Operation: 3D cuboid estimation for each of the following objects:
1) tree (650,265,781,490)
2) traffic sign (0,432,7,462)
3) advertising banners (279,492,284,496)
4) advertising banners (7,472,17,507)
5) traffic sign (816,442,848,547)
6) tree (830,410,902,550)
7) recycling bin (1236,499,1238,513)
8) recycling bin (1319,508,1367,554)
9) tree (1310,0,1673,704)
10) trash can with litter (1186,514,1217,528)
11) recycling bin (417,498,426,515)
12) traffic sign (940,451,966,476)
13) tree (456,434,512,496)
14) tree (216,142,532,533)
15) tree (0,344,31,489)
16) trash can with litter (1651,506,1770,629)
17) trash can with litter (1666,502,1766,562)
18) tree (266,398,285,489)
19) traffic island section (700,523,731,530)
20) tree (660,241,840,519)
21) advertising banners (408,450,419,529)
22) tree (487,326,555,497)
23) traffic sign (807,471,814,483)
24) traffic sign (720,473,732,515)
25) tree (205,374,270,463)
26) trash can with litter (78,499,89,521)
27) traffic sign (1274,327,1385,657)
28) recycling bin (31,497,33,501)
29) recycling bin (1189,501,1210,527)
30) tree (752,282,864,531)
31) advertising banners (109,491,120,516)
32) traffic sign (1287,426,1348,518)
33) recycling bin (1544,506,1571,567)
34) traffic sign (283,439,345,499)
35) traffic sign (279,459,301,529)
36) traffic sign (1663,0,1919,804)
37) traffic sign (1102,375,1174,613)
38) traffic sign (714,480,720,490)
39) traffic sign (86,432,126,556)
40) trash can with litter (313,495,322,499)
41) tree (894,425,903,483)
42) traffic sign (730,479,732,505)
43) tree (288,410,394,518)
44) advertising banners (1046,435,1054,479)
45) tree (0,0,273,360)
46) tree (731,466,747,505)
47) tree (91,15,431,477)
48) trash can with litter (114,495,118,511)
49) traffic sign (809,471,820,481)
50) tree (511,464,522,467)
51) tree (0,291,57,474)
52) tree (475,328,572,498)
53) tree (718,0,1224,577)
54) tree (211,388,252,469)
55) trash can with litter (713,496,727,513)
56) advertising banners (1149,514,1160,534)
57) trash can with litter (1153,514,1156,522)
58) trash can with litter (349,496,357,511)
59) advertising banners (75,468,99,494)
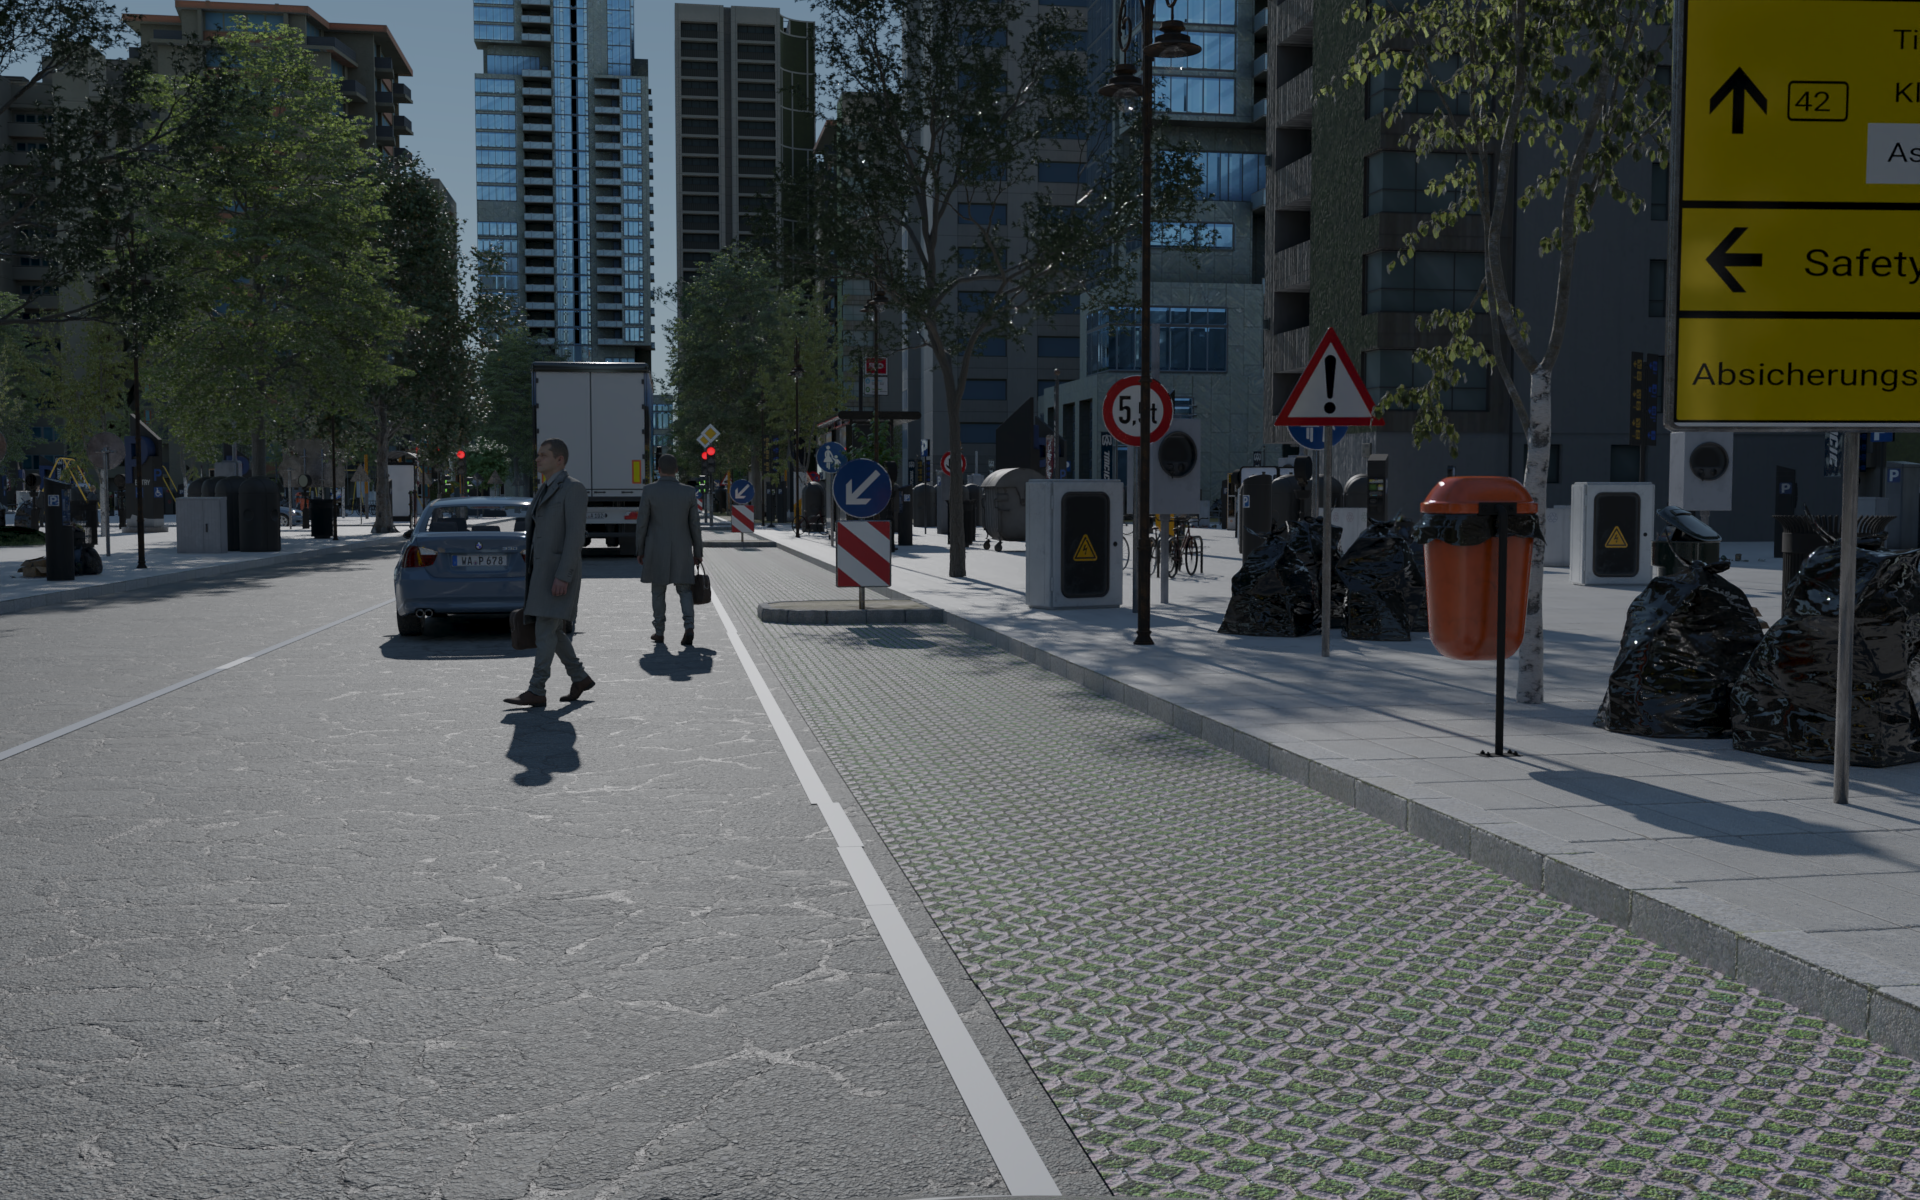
[{"bbox_3d":[-19.481,-17.477,141.633,12.611,20.169,13.585,0,3,0],"label":"tree"},{"bbox_3d":[-18.108,-1.963,32.208,0.768,2.556,0.104,0,4,-3],"label":"traffic sign"},{"bbox_3d":[-52.772,-8.559,136.135,0.090,3.025,2.074,1,4,21],"label":"advertising banners"},{"bbox_3d":[-75.653,-8.740,139.087,2.074,3.025,0.090,-1,4,-19],"label":"advertising banners"},{"bbox_3d":[-3.116,-2.576,42.218,0.768,2.556,0.104,0,4,-5],"label":"traffic sign"},{"bbox_3d":[-1.912,-2.765,39.806,1.663,3.219,1.824,0,3,0],"label":"tree"},{"bbox_3d":[12.893,-4.254,82.100,0.722,1.027,0.722,2,4,23],"label":"recycling bin"},{"bbox_3d":[7.068,-1.180,31.846,0.722,1.027,0.722,-2,4,-28],"label":"recycling bin"},{"bbox_3d":[3.694,-3.681,10.555,4.360,8.622,3.978,0,3,0],"label":"tree"},{"bbox_3d":[9.047,-3.319,65.321,2.233,1.210,1.678,3,5,45],"label":"trash can with litter"},{"bbox_3d":[-32.911,-5.684,105.482,0.722,1.027,0.722,-1,4,-10],"label":"recycling bin"},{"bbox_3d":[-0.198,-3.092,50.654,0.768,2.556,0.104,0,4,-8],"label":"traffic sign"},{"bbox_3d":[-26.140,-6.808,95.022,4.285,4.588,4.351,0,3,0],"label":"tree"},{"bbox_3d":[-18.961,-8.538,56.610,9.611,12.733,9.660,0,3,0],"label":"tree"},{"bbox_3d":[-44.216,-7.848,78.682,4.360,8.622,3.978,0,3,0],"label":"tree"},{"bbox_3d":[6.959,-0.284,16.033,0.624,1.170,1.055,-3,4,-37],"label":"trash can with litter"},{"bbox_3d":[14.274,-1.362,33.334,2.233,1.210,1.678,2,4,31],"label":"trash can with litter"},{"bbox_3d":[-45.490,-9.772,110.134,4.737,8.622,4.395,0,3,0],"label":"tree"},{"bbox_3d":[-11.272,-3.346,76.989,2.009,0.180,2.903,-1,4,-10],"label":"traffic island section"},{"bbox_3d":[-10.228,-11.043,87.204,9.857,13.997,8.962,0,3,0],"label":"tree"},{"bbox_3d":[-20.177,-4.152,64.074,0.090,3.025,2.074,0,4,-7],"label":"advertising banners"},{"bbox_3d":[-30.216,-12.167,117.058,7.486,12.596,7.792,0,3,0],"label":"tree"},{"bbox_3d":[-8.288,-5.732,93.727,0.884,2.594,0.081,0,4,-1],"label":"traffic sign"},{"bbox_3d":[-14.144,-6.434,105.201,0.884,2.594,0.081,0,4,-2],"label":"traffic sign"},{"bbox_3d":[-42.439,-9.272,101.959,4.360,8.622,3.978,0,3,0],"label":"tree"},{"bbox_3d":[-41.957,-4.383,83.047,1.055,1.170,0.624,0,4,-2],"label":"trash can with litter"},{"bbox_3d":[2.886,-0.832,13.599,0.884,2.594,0.081,0,4,-4],"label":"traffic sign"},{"bbox_3d":[-70.117,-7.223,130.649,0.722,1.027,0.722,-1,4,-11],"label":"recycling bin"},{"bbox_3d":[9.288,-3.353,67.373,0.722,1.027,0.722,0,4,-5],"label":"recycling bin"},{"bbox_3d":[-5.348,-6.680,59.580,4.737,8.622,4.395,0,3,0],"label":"tree"},{"bbox_3d":[-49.069,-6.424,101.217,0.090,3.025,2.074,1,4,20],"label":"advertising banners"},{"bbox_3d":[4.127,-1.223,20.105,0.768,2.556,0.104,0,4,-7],"label":"traffic sign"},{"bbox_3d":[10.703,-1.105,30.616,0.722,1.027,0.722,2,4,25],"label":"recycling bin"},{"bbox_3d":[-24.089,-4.324,64.578,2.265,3.308,0.079,0,4,-2],"label":"traffic sign"},{"bbox_3d":[-24.331,-3.840,62.890,0.768,2.556,0.104,0,4,-7],"label":"traffic sign"},{"bbox_3d":[3.979,-0.809,7.101,2.265,3.308,0.079,0,4,-3],"label":"traffic sign"},{"bbox_3d":[1.899,-1.131,18.604,0.768,2.556,0.104,0,4,-1],"label":"traffic sign"},{"bbox_3d":[-21.212,-9.229,151.006,0.768,2.556,0.104,0,4,-3],"label":"traffic sign"},{"bbox_3d":[-17.534,-2.170,35.580,0.768,2.556,0.104,0,4,-6],"label":"traffic sign"},{"bbox_3d":[-40.470,-5.929,107.997,2.233,1.210,1.678,-3,4,-36],"label":"trash can with litter"},{"bbox_3d":[-5.939,-12.329,151.937,4.737,8.622,4.395,0,3,0],"label":"tree"},{"bbox_3d":[-15.000,-6.827,113.756,0.606,2.300,0.079,0,4,-2],"label":"traffic sign"},{"bbox_3d":[-32.899,-8.673,92.171,4.737,8.622,4.395,0,3,0],"label":"tree"},{"bbox_3d":[2.363,-3.432,52.300,0.090,3.025,2.074,-2,4,-23],"label":"advertising banners"},{"bbox_3d":[-13.621,-5.402,22.738,7.601,10.594,8.767,1,4,12],"label":"tree"},{"bbox_3d":[-14.092,-7.006,109.148,1.663,3.219,1.824,0,3,0],"label":"tree"},{"bbox_3d":[-16.685,-7.548,41.533,7.486,12.596,7.792,0,3,0],"label":"tree"},{"bbox_3d":[-65.141,-7.510,133.842,1.678,1.210,2.233,-3,5,-44],"label":"trash can with litter"},{"bbox_3d":[-8.239,-5.951,97.406,0.768,2.556,0.104,0,4,0],"label":"traffic sign"},{"bbox_3d":[-34.856,-12.784,143.425,7.601,10.594,8.767,1,4,10],"label":"tree"},{"bbox_3d":[-49.641,-10.325,86.939,7.486,12.596,7.792,0,3,0],"label":"tree"},{"bbox_3d":[-33.391,-13.803,132.338,9.857,13.997,8.962,0,3,0],"label":"tree"},{"bbox_3d":[0.113,-5.649,26.776,8.767,10.594,7.601,1,4,21],"label":"tree"},{"bbox_3d":[-35.049,-7.855,78.793,4.737,8.622,4.395,0,3,0],"label":"tree"},{"bbox_3d":[-16.513,-6.563,118.700,1.055,1.170,0.624,0,4,0],"label":"trash can with litter"},{"bbox_3d":[6.611,-3.645,55.779,0.090,3.025,2.074,-3,5,-44],"label":"advertising banners"},{"bbox_3d":[9.273,-4.219,80.375,1.055,1.170,0.624,3,5,39],"label":"trash can with litter"},{"bbox_3d":[-46.732,-7.505,134.101,1.055,1.170,0.624,-1,4,-17],"label":"trash can with litter"},{"bbox_3d":[-57.724,-7.280,115.220,2.074,3.025,0.090,-3,5,-44],"label":"advertising banners"}]
